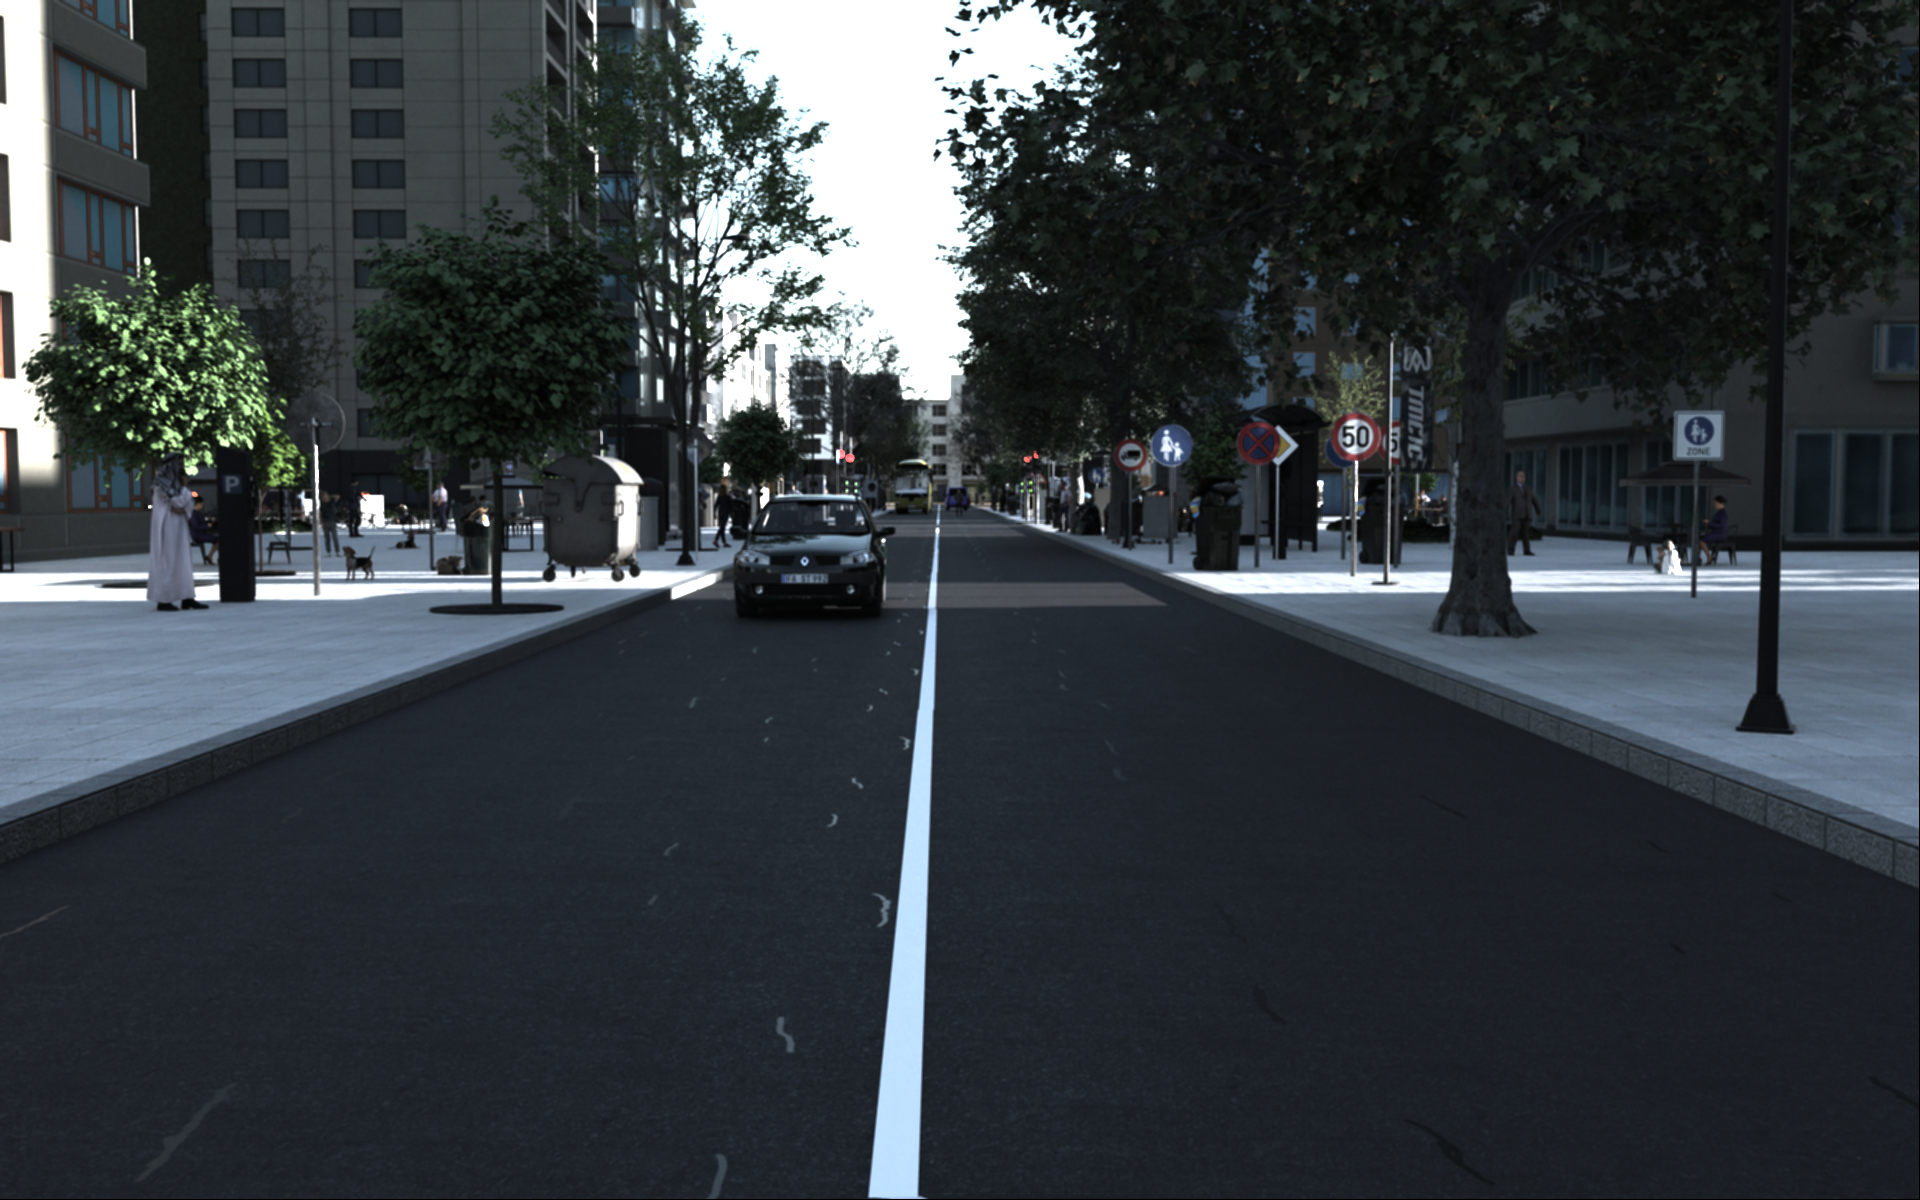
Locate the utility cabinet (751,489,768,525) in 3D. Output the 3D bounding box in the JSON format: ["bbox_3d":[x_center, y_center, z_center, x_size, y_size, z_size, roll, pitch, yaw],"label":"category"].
[{"bbox_3d":[-8.071,-3.775,70.405,0.318,1.500,1.173,1,4,23],"label":"utility cabinet"}]

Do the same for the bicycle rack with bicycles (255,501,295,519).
[{"bbox_3d":[-33.960,-4.356,84.596,2.925,0.926,2.852,-3,5,-44],"label":"bicycle rack with bicycles"}]

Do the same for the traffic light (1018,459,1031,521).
[{"bbox_3d":[3.185,-5.706,82.211,0.839,4.253,0.868,0,4,-1],"label":"traffic light"}]

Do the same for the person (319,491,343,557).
[{"bbox_3d":[-12.839,-1.553,35.342,0.435,1.345,0.340,-2,4,-26],"label":"person"}]

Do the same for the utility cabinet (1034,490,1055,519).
[{"bbox_3d":[4.332,-4.809,87.309,1.173,1.500,0.318,2,4,35],"label":"utility cabinet"}]

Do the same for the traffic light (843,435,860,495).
[{"bbox_3d":[-5.176,-5.699,82.099,0.839,4.253,0.868,0,4,-1],"label":"traffic light"}]

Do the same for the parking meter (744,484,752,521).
[{"bbox_3d":[-9.913,-4.621,81.267,0.399,1.863,0.255,-3,4,-38],"label":"parking meter"}]

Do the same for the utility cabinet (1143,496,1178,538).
[{"bbox_3d":[5.857,-2.413,50.607,1.020,1.237,0.306,2,4,34],"label":"utility cabinet"}]

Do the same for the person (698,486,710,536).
[{"bbox_3d":[-6.476,-2.163,42.130,0.841,1.734,0.376,3,5,41],"label":"person"}]

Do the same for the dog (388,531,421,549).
[{"bbox_3d":[-13.103,-1.411,40.800,0.748,0.427,0.550,-1,4,-16],"label":"dog"}]

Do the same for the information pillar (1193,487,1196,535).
[{"bbox_3d":[7.583,-3.085,54.932,0.304,2.012,0.304,2,4,32],"label":"information pillar"}]

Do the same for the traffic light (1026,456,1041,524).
[{"bbox_3d":[3.277,-5.217,74.227,0.839,4.253,0.868,0,4,-1],"label":"traffic light"}]

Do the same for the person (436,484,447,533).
[{"bbox_3d":[-17.316,-3.103,57.721,0.436,1.711,0.756,1,4,8],"label":"person"}]

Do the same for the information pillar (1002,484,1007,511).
[{"bbox_3d":[3.299,-7.641,129.424,0.304,2.012,0.304,-2,4,-25],"label":"information pillar"}]

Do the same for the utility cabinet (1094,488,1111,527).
[{"bbox_3d":[5.713,-3.513,66.116,1.173,1.500,0.318,1,4,10],"label":"utility cabinet"}]

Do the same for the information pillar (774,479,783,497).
[{"bbox_3d":[-8.738,-4.832,83.491,0.304,2.012,0.304,3,4,36],"label":"information pillar"}]

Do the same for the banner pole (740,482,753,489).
[{"bbox_3d":[-9.180,-5.180,74.715,0.863,3.779,0.401,-1,4,-20],"label":"banner pole"}]

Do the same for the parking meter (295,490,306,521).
[{"bbox_3d":[-26.863,-3.801,70.556,0.372,1.533,0.369,0,3,0],"label":"parking meter"}]

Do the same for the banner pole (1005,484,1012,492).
[{"bbox_3d":[3.603,-8.358,126.663,0.863,3.779,0.401,-3,5,-44],"label":"banner pole"}]

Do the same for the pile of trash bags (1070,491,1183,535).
[{"bbox_3d":[5.153,-2.731,54.405,3.447,1.369,1.912,0,4,5],"label":"pile of trash bags"}]

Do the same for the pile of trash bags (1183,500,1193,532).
[{"bbox_3d":[7.165,-3.028,59.254,1.912,1.369,3.447,-1,4,-10],"label":"pile of trash bags"}]

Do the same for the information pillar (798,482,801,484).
[{"bbox_3d":[-10.923,-7.688,117.046,0.504,3.616,0.183,3,5,39],"label":"information pillar"}]

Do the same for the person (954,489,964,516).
[{"bbox_3d":[-0.061,-6.303,112.090,0.617,1.759,0.750,0,4,2],"label":"person"}]

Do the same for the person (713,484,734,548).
[{"bbox_3d":[-5.714,-2.022,41.650,0.480,1.512,0.613,1,4,13],"label":"person"}]

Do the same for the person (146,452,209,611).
[{"bbox_3d":[-8.642,-0.756,19.065,0.621,1.740,0.551,-1,4,-17],"label":"person"}]

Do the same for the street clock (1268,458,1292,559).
[{"bbox_3d":[6.285,-1.802,34.026,0.471,2.002,0.358,-3,5,-42],"label":"street clock"}]

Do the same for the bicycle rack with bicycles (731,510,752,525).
[{"bbox_3d":[-8.096,-3.607,72.355,2.925,0.926,2.852,-1,4,-12],"label":"bicycle rack with bicycles"}]

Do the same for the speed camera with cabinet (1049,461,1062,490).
[{"bbox_3d":[5.827,-6.171,95.239,2.038,3.252,0.660,2,4,26],"label":"speed camera with cabinet"}]

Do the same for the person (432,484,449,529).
[{"bbox_3d":[-19.283,-3.515,64.454,0.756,1.711,0.436,3,5,43],"label":"person"}]

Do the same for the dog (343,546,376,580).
[{"bbox_3d":[-8.965,-0.552,25.859,0.406,0.507,0.540,-1,4,-12],"label":"dog"}]

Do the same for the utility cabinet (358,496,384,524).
[{"bbox_3d":[-25.298,-3.866,74.372,1.020,1.237,0.306,-3,5,-44],"label":"utility cabinet"}]

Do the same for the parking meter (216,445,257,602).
[{"bbox_3d":[-8.582,-0.909,20.571,0.399,1.863,0.255,0,4,-6],"label":"parking meter"}]

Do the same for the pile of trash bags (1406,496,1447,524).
[{"bbox_3d":[20.873,-3.928,73.976,3.447,1.369,1.912,-1,4,-22],"label":"pile of trash bags"}]

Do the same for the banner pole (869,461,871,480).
[{"bbox_3d":[-6.749,-8.543,129.702,0.401,3.779,0.863,1,4,11],"label":"banner pole"}]

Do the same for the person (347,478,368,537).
[{"bbox_3d":[-17.872,-2.746,51.395,0.568,1.767,0.683,-1,4,-10],"label":"person"}]

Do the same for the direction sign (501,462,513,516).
[{"bbox_3d":[-22.381,-5.685,84.948,0.876,3.537,0.379,-2,4,-29],"label":"direction sign"}]

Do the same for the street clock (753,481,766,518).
[{"bbox_3d":[-6.901,-3.371,59.692,0.358,2.002,0.471,3,5,40],"label":"street clock"}]

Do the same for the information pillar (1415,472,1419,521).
[{"bbox_3d":[18.656,-4.849,70.640,0.183,3.616,0.504,1,4,12],"label":"information pillar"}]

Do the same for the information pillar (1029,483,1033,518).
[{"bbox_3d":[3.780,-5.434,93.330,0.304,2.012,0.304,-1,4,-12],"label":"information pillar"}]

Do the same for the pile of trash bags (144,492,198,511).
[{"bbox_3d":[-38.192,-4.531,83.832,3.447,1.369,1.912,2,4,24],"label":"pile of trash bags"}]

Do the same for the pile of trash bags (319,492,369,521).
[{"bbox_3d":[-30.366,-4.586,84.727,1.912,1.369,3.447,2,4,33],"label":"pile of trash bags"}]

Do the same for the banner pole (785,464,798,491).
[{"bbox_3d":[-8.399,-5.926,86.902,0.863,3.779,0.401,1,4,13],"label":"banner pole"}]

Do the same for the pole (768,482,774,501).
[{"bbox_3d":[-6.709,-4.138,61.504,0.158,3.312,0.155,0,3,0],"label":"pole"}]

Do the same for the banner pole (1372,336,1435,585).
[{"bbox_3d":[6.244,-2.099,24.332,0.863,3.779,0.401,2,4,29],"label":"banner pole"}]

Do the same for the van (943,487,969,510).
[{"bbox_3d":[-0.315,-9.224,155.192,2.240,2.365,5.245,0,4,-3],"label":"van"}]

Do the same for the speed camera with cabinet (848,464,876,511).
[{"bbox_3d":[-6.413,-7.174,111.626,2.038,3.252,0.660,-2,4,-31],"label":"speed camera with cabinet"}]

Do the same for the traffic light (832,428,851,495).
[{"bbox_3d":[-5.083,-5.211,74.114,0.839,4.253,0.868,0,4,-1],"label":"traffic light"}]

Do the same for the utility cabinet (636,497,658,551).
[{"bbox_3d":[-7.235,-1.703,39.012,0.306,1.237,1.020,2,4,30],"label":"utility cabinet"}]
